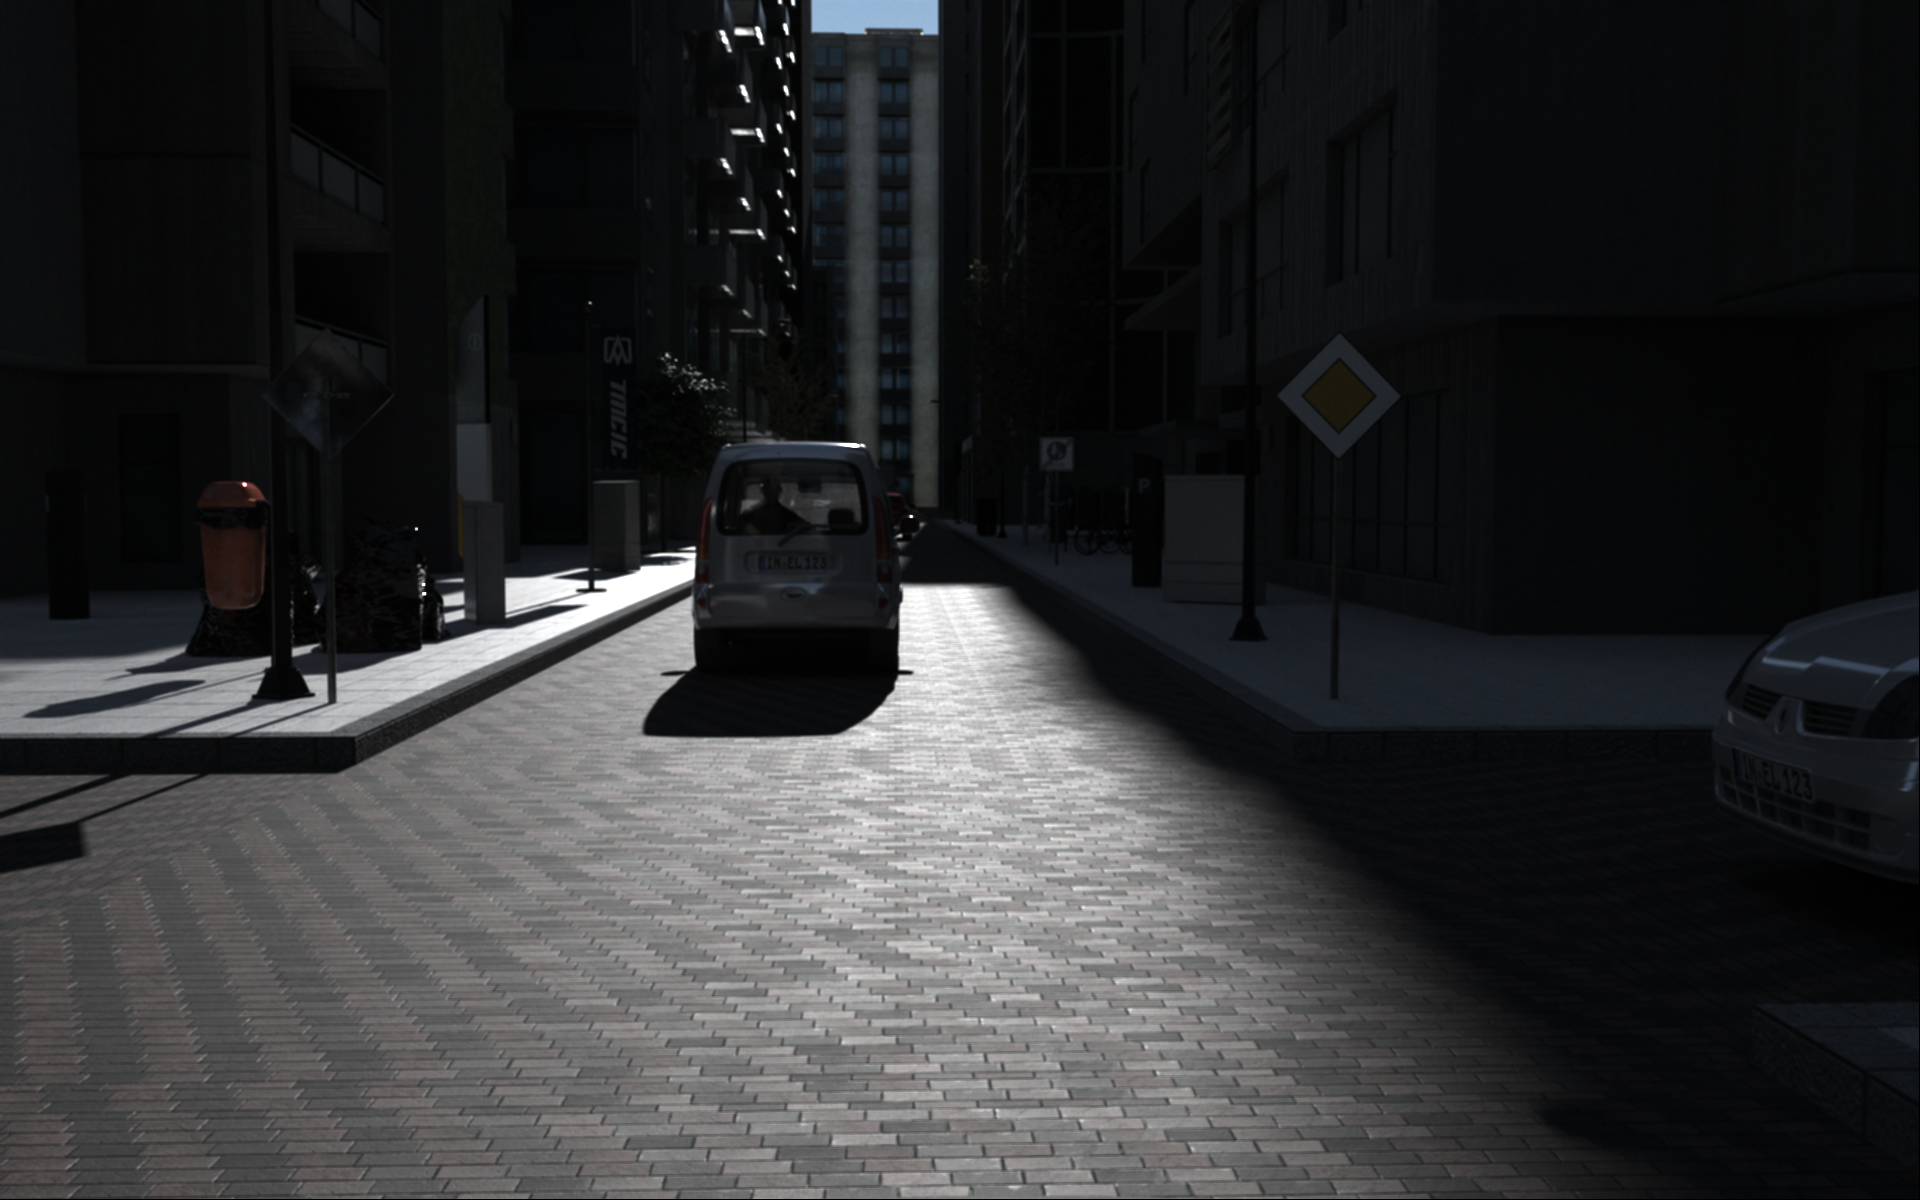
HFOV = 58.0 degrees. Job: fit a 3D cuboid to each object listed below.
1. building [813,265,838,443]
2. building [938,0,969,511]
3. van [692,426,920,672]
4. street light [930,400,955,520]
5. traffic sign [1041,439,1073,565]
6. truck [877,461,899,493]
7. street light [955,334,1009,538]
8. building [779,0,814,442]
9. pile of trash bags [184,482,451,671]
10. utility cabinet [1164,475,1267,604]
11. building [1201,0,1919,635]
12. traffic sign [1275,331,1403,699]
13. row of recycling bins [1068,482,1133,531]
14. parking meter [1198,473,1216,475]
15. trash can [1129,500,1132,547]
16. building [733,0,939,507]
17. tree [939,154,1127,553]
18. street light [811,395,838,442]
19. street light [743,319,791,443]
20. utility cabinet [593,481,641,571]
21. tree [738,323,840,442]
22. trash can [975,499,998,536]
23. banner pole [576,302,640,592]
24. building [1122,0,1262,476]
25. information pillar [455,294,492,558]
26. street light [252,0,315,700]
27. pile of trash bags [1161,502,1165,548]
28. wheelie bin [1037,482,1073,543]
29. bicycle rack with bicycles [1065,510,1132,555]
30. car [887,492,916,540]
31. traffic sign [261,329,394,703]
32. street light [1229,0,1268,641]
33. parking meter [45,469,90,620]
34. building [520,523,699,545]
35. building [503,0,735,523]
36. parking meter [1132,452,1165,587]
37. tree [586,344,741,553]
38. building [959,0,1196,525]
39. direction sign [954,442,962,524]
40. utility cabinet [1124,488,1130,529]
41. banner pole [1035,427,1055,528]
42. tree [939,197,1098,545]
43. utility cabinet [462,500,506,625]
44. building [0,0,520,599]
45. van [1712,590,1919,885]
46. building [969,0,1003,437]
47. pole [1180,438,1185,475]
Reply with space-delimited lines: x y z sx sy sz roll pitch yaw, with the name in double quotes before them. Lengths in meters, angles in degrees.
"building" -25.279 -18.481 147.204 28.899 21.520 27.650 0 4 -2
"building" 8.663 -36.964 146.356 21.231 58.520 28.212 0 4 -2
"van" -1.356 -0.510 15.349 2.013 2.044 4.112 0 4 -2
"street light" -0.766 -6.929 85.831 1.470 5.913 1.316 0 4 -2
"traffic sign" 1.750 -1.786 31.326 0.606 2.300 0.079 0 4 7
"truck" -6.965 -10.131 154.549 2.839 4.237 11.283 0 4 -1
"street light" 0.698 -4.765 50.445 1.470 5.913 1.316 0 4 -2
"building" -17.694 -28.896 122.562 14.600 45.320 14.200 0 4 -2
"pile of trash bags" -5.341 -0.260 14.005 1.912 1.369 3.447 0 4 -4
"utility cabinet" 2.990 -0.709 20.271 1.173 1.500 0.318 2 4 34
"building" 10.675 -20.444 17.855 14.086 41.232 14.154 0 4 -2
"traffic sign" 2.341 -0.437 10.785 0.795 2.450 0.064 0 4 -2
"row of recycling bins" 5.051 -3.318 61.357 3.534 1.692 1.069 0 4 7
"parking meter" 3.039 -0.803 21.543 0.372 1.533 0.369 0 3 0
"trash can" 4.295 -1.749 40.248 0.748 1.137 0.748 0 3 0
"building" -6.943 -34.346 181.171 30.456 49.044 23.786 0 4 -2
"tree" 1.834 -5.363 38.047 4.360 8.622 3.978 0 3 0
"street light" -6.447 -6.668 81.561 1.470 5.913 1.316 0 4 -2
"street light" -5.196 -4.503 46.167 1.470 5.913 1.316 0 4 -2
"utility cabinet" -5.772 -1.233 28.845 0.318 1.500 1.173 -3 5 -41
"tree" -7.520 -7.658 75.572 4.737 8.622 4.395 0 3 0
"trash can" 0.816 -2.520 52.859 0.748 1.137 0.748 0 3 0
"banner pole" -4.642 -2.005 22.796 0.863 3.779 0.401 -2 4 -23
"building" 19.224 -27.784 43.502 28.713 52.752 27.495 0 4 -2
"information pillar" -5.739 -1.782 20.485 0.504 3.616 0.183 2 4 28
"street light" -3.734 -2.339 10.781 1.470 5.913 1.316 0 4 -2
"pile of trash bags" 4.239 -1.080 27.418 3.447 1.369 1.912 -2 4 -35
"wheelie bin" 2.514 -2.317 45.798 0.980 1.594 0.693 1 4 9
"bicycle rack with bicycles" 3.579 -1.481 37.590 2.925 0.926 2.852 -1 4 -12
"car" -2.473 -2.845 55.563 2.155 1.783 4.494 0 4 -4
"traffic sign" -3.849 -0.424 10.567 0.795 2.450 0.064 0 4 -2
"street light" 1.998 -2.600 15.052 1.470 5.913 1.316 0 4 -2
"parking meter" -9.180 -0.575 17.813 0.372 1.533 0.369 0 3 0
"building" -17.881 -26.598 54.490 23.786 49.044 30.456 0 4 -2
"building" -21.015 -29.357 99.592 23.786 49.044 30.456 0 4 -2
"parking meter" 2.597 -1.112 23.898 0.399 1.863 0.255 2 4 27
"tree" -6.457 -3.330 38.152 4.285 4.588 4.351 0 3 0
"building" 10.518 -38.922 74.622 20.563 71.187 20.611 0 4 -2
"direction sign" -0.086 -5.094 75.282 0.379 3.537 0.876 1 4 22
"utility cabinet" 6.100 -3.349 63.441 0.318 1.500 1.173 -2 4 -23
"banner pole" 3.231 -4.573 64.792 0.863 3.779 0.401 0 4 -7
"tree" 1.597 -5.700 43.560 4.737 8.622 4.395 0 3 0
"utility cabinet" -4.790 -0.384 17.443 0.306 1.237 1.020 -1 4 -23
"building" -15.115 -20.856 24.599 14.154 41.232 14.086 0 4 -2
"van" 4.812 0.064 5.970 4.112 2.044 2.013 0 4 -2
"building" 7.702 -27.302 96.502 14.600 45.320 14.200 0 4 -2
"pole" 7.760 -4.070 60.385 0.158 3.312 0.155 0 3 0
